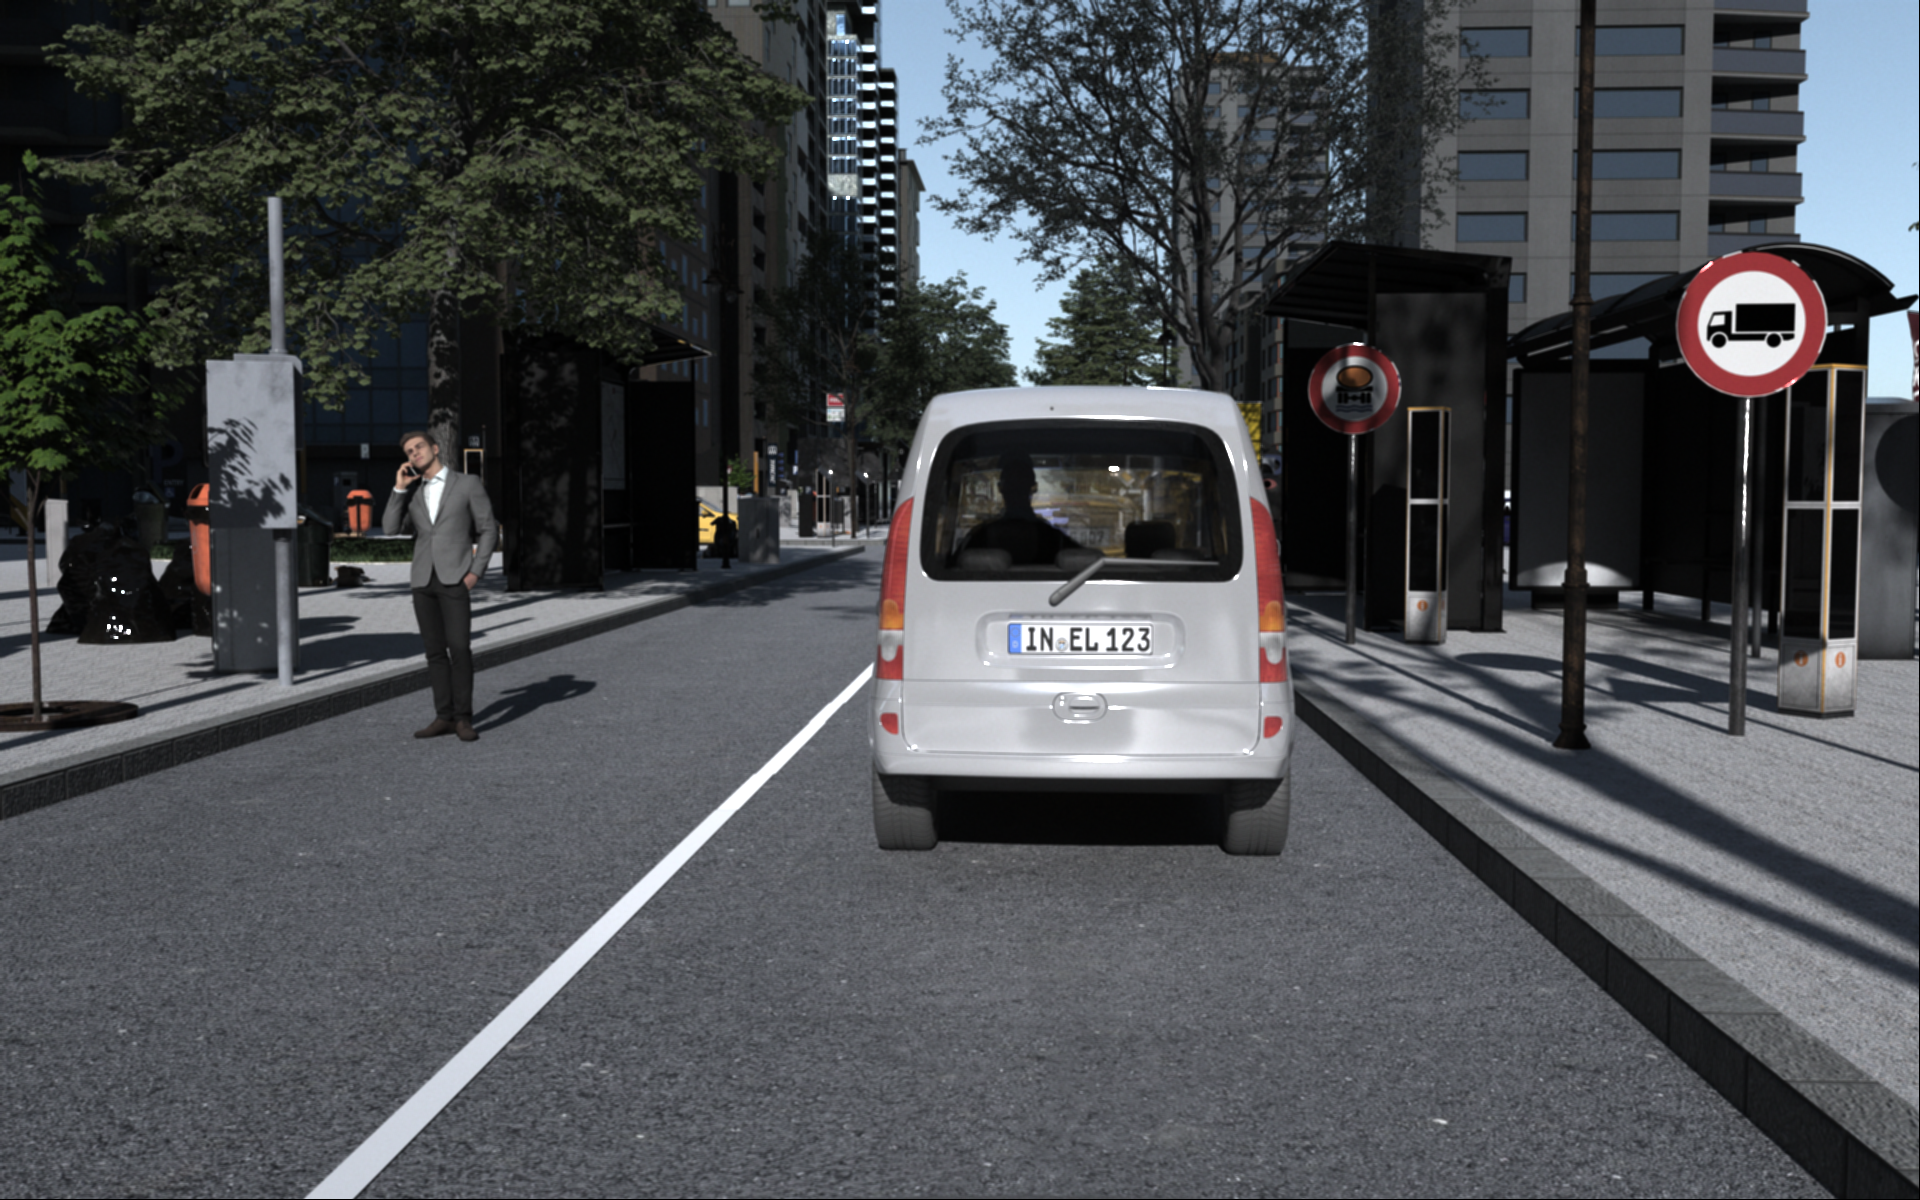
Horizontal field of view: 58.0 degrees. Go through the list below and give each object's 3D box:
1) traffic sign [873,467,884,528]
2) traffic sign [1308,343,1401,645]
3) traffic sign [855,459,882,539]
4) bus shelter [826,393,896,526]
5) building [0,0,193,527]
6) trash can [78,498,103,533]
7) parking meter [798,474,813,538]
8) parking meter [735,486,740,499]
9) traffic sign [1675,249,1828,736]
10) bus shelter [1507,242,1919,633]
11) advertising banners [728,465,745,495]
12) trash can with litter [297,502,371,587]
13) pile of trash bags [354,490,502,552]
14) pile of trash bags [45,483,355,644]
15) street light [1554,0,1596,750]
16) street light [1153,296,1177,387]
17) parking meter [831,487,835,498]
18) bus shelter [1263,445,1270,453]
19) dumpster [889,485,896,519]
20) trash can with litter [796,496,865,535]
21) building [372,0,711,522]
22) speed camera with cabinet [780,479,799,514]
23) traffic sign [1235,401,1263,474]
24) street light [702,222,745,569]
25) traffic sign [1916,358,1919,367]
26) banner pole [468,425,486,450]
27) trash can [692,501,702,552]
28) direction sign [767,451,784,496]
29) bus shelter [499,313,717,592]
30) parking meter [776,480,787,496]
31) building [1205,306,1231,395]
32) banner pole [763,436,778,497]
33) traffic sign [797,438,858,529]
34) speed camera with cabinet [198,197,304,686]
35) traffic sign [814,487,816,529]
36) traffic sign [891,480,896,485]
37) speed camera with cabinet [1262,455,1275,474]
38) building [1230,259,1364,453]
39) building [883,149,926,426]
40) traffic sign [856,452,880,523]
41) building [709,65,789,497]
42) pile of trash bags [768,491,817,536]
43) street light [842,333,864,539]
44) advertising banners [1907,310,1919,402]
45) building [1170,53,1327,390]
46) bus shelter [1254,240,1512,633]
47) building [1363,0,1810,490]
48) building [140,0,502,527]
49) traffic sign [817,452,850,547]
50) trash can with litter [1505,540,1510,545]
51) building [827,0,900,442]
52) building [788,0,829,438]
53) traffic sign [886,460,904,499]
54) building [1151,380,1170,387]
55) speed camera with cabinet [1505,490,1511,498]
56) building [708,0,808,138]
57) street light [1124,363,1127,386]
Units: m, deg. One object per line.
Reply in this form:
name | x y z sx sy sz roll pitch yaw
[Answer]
traffic sign | -3.147 -3.822 64.621 0.606 2.300 0.079 0 4 4
traffic sign | 3.337 -0.894 14.726 0.768 2.556 0.104 1 4 8
traffic sign | -2.633 -2.813 49.630 0.795 2.450 0.064 0 4 3
bus shelter | -4.087 -5.735 71.401 2.179 5.291 8.768 0 4 3
building | -45.126 -25.627 73.629 28.867 44.769 22.147 0 4 3
trash can | -28.933 -2.816 57.691 0.748 1.137 0.748 0 3 0
parking meter | -4.576 -2.786 51.260 0.399 1.863 0.255 -3 5 -43
parking meter | -7.371 -2.948 56.618 0.372 1.533 0.369 0 3 0
traffic sign | 4.133 -0.552 9.137 0.768 2.556 0.104 0 4 5
bus shelter | 6.793 -1.393 16.707 2.014 3.302 5.546 0 4 3
advertising banners | -13.094 -6.571 103.616 2.074 3.025 0.090 1 4 8
trash can with litter | -8.732 -0.772 24.004 1.055 1.170 0.624 0 4 -2
pile of trash bags | -11.921 -1.767 38.636 3.447 1.369 1.912 0 4 -8
pile of trash bags | -6.892 -0.346 15.403 1.912 1.369 3.447 -2 4 -35
street light | 3.104 -2.191 8.603 0.468 5.910 1.993 0 4 3
street light | 4.764 -4.130 40.317 0.468 5.910 1.993 0 4 3
parking meter | -5.585 -4.262 75.397 0.255 1.863 0.399 -2 4 -24
bus shelter | 10.080 -4.292 64.090 2.014 3.302 5.546 0 4 3
dumpster | -3.173 -5.199 90.766 1.264 1.857 1.865 0 4 3
trash can with litter | -4.205 -2.717 55.476 2.233 1.210 1.678 2 4 30
building | -21.917 -27.168 94.303 14.600 45.320 14.200 0 4 3
speed camera with cabinet | -10.769 -7.089 110.245 2.038 3.252 0.660 3 5 43
traffic sign | 5.504 -2.706 38.114 2.265 3.308 0.079 0 4 7
street light | -4.041 -3.483 29.738 0.468 5.910 1.993 0 4 3
traffic sign | 4.429 -0.441 7.209 0.884 2.594 0.081 1 4 9
banner pole | -17.465 -4.454 62.847 0.863 3.779 0.401 -3 5 -39
trash can | -5.860 -1.544 36.904 0.748 1.137 0.748 0 3 0
direction sign | -9.633 -6.033 90.637 0.876 3.537 0.379 -1 4 -19
bus shelter | -5.028 -2.103 25.670 1.731 3.624 6.357 0 4 3
parking meter | -7.156 -3.905 69.557 0.399 1.863 0.255 -2 4 -32
building | 38.971 -19.894 170.305 27.650 21.520 28.899 0 4 3
banner pole | -8.249 -5.194 74.945 0.863 3.779 0.401 1 4 17
traffic sign | -4.828 -4.234 63.098 2.265 3.308 0.079 1 4 10
speed camera with cabinet | -5.005 -1.094 12.222 0.660 3.252 2.038 -1 4 -22
traffic sign | -5.373 -3.926 64.199 0.884 2.594 0.081 1 4 8
traffic sign | -2.898 -4.683 78.694 0.606 2.300 0.079 1 4 13
speed camera with cabinet | 6.428 -2.838 40.739 2.038 3.252 0.660 -2 4 -28
building | 37.781 -18.131 141.483 27.650 21.520 28.899 0 4 3
building | -20.400 -41.508 267.886 28.713 52.752 27.495 0 4 3
traffic sign | -2.826 -3.236 53.012 0.768 2.556 0.104 1 4 10
building | -19.574 -21.106 116.777 14.160 30.474 14.107 0 4 3
pile of trash bags | -5.952 -2.643 52.972 3.447 1.369 1.912 1 4 9
street light | -3.070 -4.712 49.823 0.468 5.910 1.993 0 4 3
advertising banners | 9.857 -1.284 17.187 2.074 3.025 0.090 -3 4 -36
building | 39.613 -42.589 238.329 21.231 58.520 28.212 0 4 3
bus shelter | 4.450 -1.701 19.099 1.731 3.624 6.357 0 4 3
building | 34.081 -34.040 98.559 21.231 58.520 28.212 0 4 3
building | -23.692 -25.816 72.206 14.600 45.320 14.200 0 4 3
traffic sign | -3.044 -2.325 41.655 0.795 2.450 0.064 0 4 3
trash can with litter | 13.338 -1.786 40.596 1.055 1.170 0.624 1 4 16
building | -18.613 -56.532 236.964 22.319 86.520 31.000 0 4 3
building | -20.975 -44.291 162.403 20.563 71.187 20.611 0 4 3
traffic sign | -2.401 -4.048 66.182 0.884 2.594 0.081 1 4 12
building | 43.821 -25.856 267.782 27.650 21.520 28.899 0 4 3
speed camera with cabinet | 23.765 -5.060 77.062 2.038 3.252 0.660 0 4 2
building | -26.957 -33.626 139.025 28.713 52.752 27.495 0 4 3
street light | 5.815 -5.399 61.055 0.468 5.910 1.993 0 4 3
